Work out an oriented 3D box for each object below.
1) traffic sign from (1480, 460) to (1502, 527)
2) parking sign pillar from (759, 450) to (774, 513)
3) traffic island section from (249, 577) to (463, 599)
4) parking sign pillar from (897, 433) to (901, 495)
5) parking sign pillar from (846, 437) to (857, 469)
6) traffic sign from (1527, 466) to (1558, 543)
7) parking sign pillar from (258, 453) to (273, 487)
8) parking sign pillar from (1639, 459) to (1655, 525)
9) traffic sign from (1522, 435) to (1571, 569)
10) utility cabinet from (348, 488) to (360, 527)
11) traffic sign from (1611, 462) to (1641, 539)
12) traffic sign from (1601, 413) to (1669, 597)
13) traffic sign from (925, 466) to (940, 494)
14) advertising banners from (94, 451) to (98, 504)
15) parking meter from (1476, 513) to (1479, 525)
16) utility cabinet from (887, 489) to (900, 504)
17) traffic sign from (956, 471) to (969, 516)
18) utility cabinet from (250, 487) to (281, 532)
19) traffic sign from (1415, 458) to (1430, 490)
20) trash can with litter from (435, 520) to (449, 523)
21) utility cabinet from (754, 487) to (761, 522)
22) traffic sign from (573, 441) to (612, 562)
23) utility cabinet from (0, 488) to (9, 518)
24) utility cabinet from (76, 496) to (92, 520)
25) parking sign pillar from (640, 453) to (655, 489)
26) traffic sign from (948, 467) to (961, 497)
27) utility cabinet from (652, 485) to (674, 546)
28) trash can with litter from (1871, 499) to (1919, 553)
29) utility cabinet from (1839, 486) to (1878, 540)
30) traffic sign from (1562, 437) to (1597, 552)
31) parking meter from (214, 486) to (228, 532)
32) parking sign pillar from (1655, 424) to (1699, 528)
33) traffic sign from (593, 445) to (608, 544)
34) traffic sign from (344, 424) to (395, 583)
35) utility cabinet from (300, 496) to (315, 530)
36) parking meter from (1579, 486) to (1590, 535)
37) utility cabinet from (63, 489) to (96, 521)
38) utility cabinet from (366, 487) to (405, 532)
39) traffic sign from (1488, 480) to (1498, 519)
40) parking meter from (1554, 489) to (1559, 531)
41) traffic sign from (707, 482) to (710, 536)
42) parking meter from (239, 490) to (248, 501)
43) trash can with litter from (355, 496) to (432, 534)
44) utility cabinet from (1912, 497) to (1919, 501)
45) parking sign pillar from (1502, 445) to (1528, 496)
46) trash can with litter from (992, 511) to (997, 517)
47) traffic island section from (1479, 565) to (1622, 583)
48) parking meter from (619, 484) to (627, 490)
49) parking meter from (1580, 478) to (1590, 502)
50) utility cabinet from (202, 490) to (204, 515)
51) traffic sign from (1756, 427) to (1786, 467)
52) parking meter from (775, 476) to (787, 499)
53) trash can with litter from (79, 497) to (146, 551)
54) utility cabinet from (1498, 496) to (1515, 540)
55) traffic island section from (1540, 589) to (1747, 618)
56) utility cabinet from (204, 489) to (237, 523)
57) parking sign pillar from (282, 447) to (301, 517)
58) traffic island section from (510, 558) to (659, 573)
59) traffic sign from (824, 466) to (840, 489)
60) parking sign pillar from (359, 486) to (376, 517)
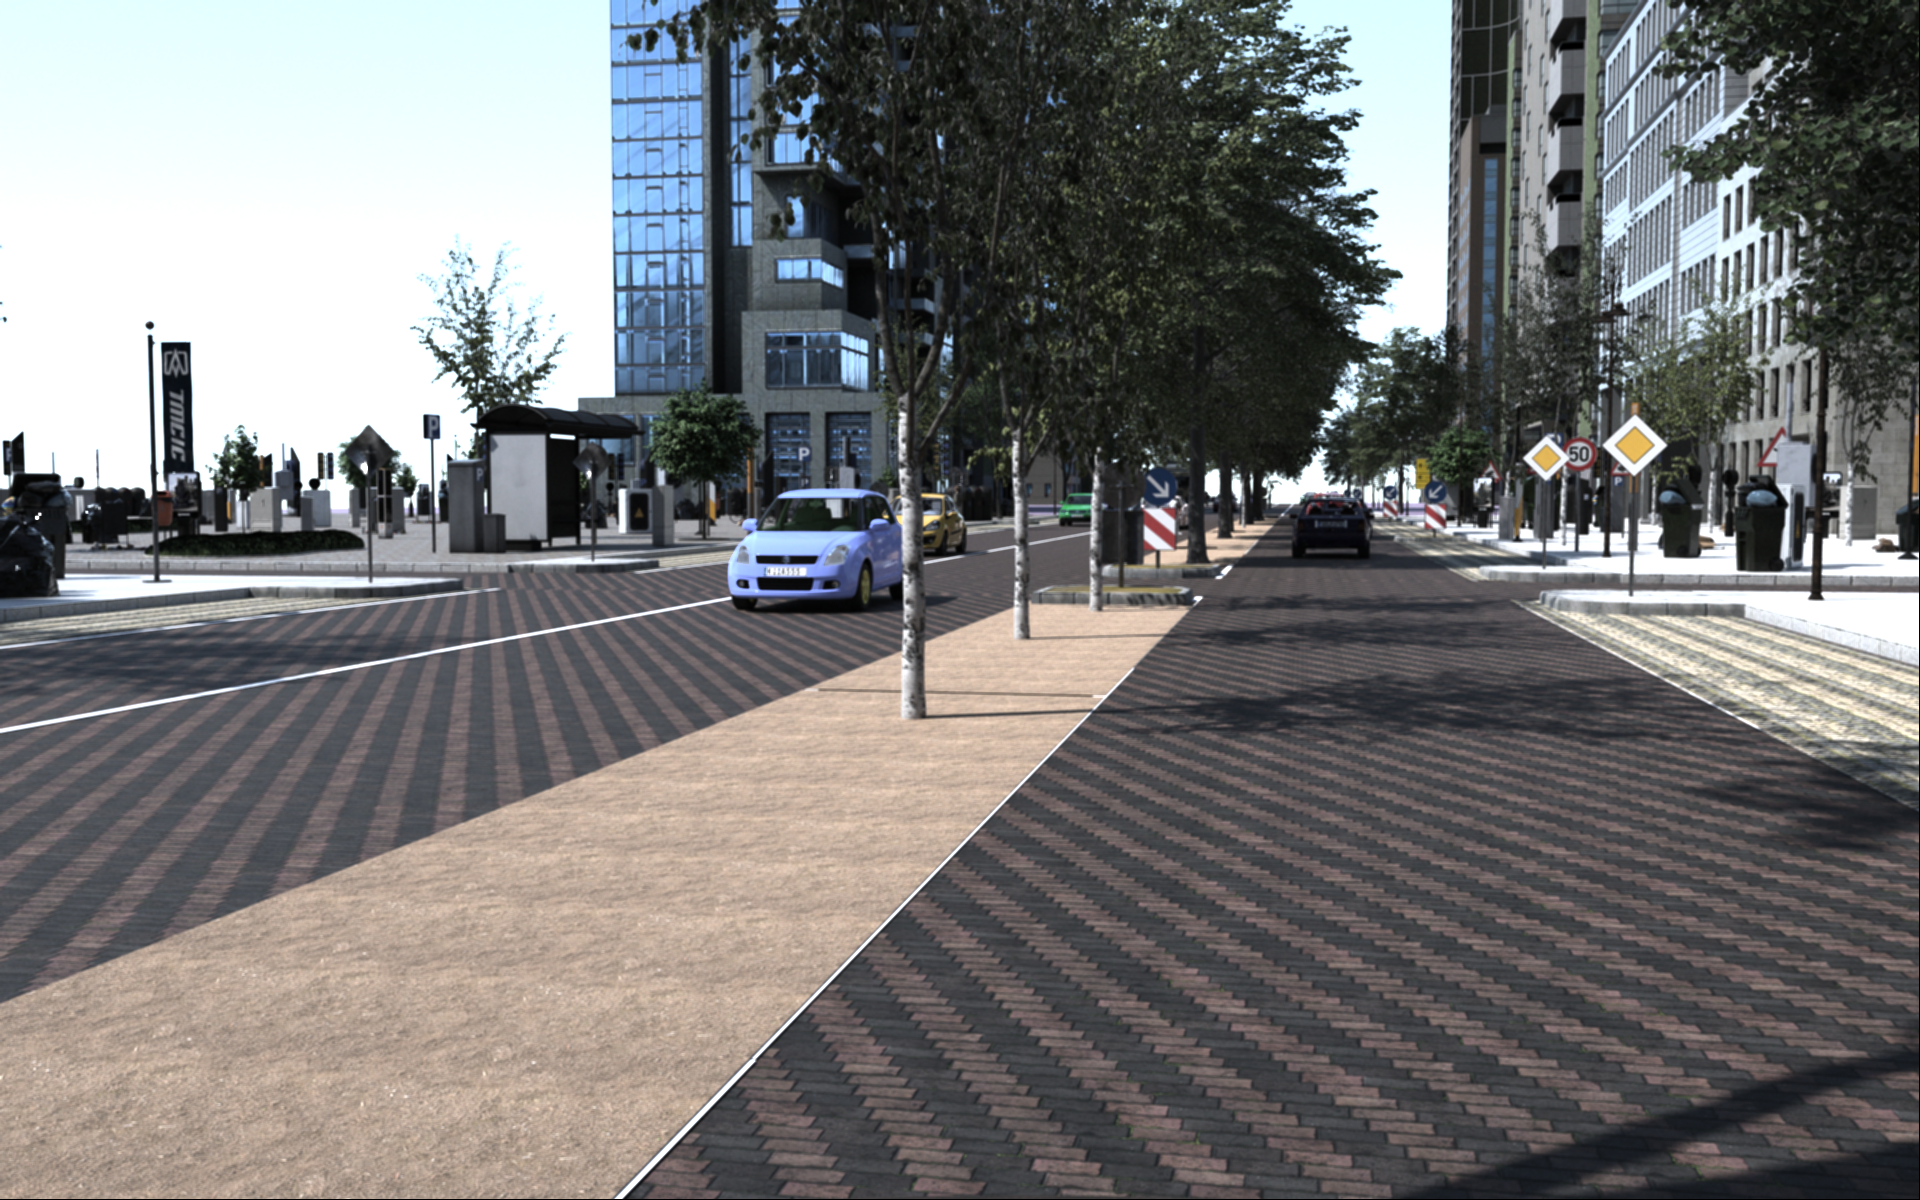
[{"bbox_3d":[20.315,-4.062,66.411,0.884,2.594,0.081,1,4,20],"label":"traffic sign"},{"bbox_3d":[-11.716,-7.100,104.555,1.447,3.967,1.447,1,4,21],"label":"parking sign pillar"},{"bbox_3d":[-8.541,-0.169,25.044,2.009,0.180,2.903,1,4,11],"label":"traffic island section"},{"bbox_3d":[-2.401,-5.412,76.954,1.447,3.967,1.447,1,4,16],"label":"parking sign pillar"},{"bbox_3d":[-5.214,-5.757,82.607,1.447,3.967,1.447,0,4,-7],"label":"parking sign pillar"},{"bbox_3d":[15.396,-2.801,45.806,0.884,2.594,0.081,1,4,12],"label":"traffic sign"},{"bbox_3d":[-44.880,-7.519,111.406,1.447,3.967,1.447,-1,4,-19],"label":"parking sign pillar"},{"bbox_3d":[29.571,-5.187,73.283,1.447,3.967,1.447,3,4,38],"label":"parking sign pillar"},{"bbox_3d":[9.948,-1.578,29.449,0.795,2.450,0.064,1,4,11],"label":"traffic sign"},{"bbox_3d":[-23.424,-3.563,66.936,0.318,1.500,1.173,-2,4,-25],"label":"utility cabinet"},{"bbox_3d":[19.136,-3.054,49.931,0.884,2.594,0.081,1,4,13],"label":"traffic sign"},{"bbox_3d":[8.395,-1.099,21.616,0.795,2.450,0.064,1,4,11],"label":"traffic sign"},{"bbox_3d":[-1.166,-4.666,76.388,0.768,2.556,0.104,1,4,14],"label":"traffic sign"},{"bbox_3d":[-34.270,-4.435,68.698,0.090,3.025,2.074,-2,4,-29],"label":"advertising banners"},{"bbox_3d":[21.453,-4.003,71.159,0.399,1.863,0.255,-1,4,-20],"label":"parking meter"},{"bbox_3d":[-2.759,-3.886,72.220,0.318,1.500,1.173,1,4,13],"label":"utility cabinet"},{"bbox_3d":[0.093,-4.615,77.586,0.606,2.300,0.079,1,4,19],"label":"traffic sign"},{"bbox_3d":[-22.096,-2.837,55.056,1.173,1.500,0.318,2,4,33],"label":"utility cabinet"},{"bbox_3d":[26.638,-6.302,96.905,2.265,3.308,0.079,1,4,14],"label":"traffic sign"},{"bbox_3d":[-23.148,-3.978,76.098,2.233,1.210,1.678,-2,4,-28],"label":"trash can with litter"},{"bbox_3d":[-6.520,-2.841,55.132,0.318,1.500,1.173,0,3,0],"label":"utility cabinet"},{"bbox_3d":[-6.964,-1.784,32.811,0.795,2.450,0.064,1,4,11],"label":"traffic sign"},{"bbox_3d":[-36.134,-3.488,65.703,1.173,1.500,0.318,-3,5,-41],"label":"utility cabinet"},{"bbox_3d":[-32.723,-3.276,64.722,0.306,1.237,1.020,-3,5,-41],"label":"utility cabinet"},{"bbox_3d":[-17.443,-6.616,96.648,1.447,3.967,1.447,1,4,9],"label":"parking sign pillar"},{"bbox_3d":[-0.271,-4.910,80.380,0.768,2.556,0.104,1,4,19],"label":"traffic sign"},{"bbox_3d":[-7.327,-2.079,42.672,0.318,1.500,1.173,0,4,2],"label":"utility cabinet"},{"bbox_3d":[20.654,-1.628,37.997,1.055,1.170,0.624,0,4,-1],"label":"trash can with litter"},{"bbox_3d":[24.929,-2.408,48.054,1.173,1.500,0.318,-2,4,-27],"label":"utility cabinet"},{"bbox_3d":[13.787,-2.357,38.635,0.768,2.556,0.104,1,4,18],"label":"traffic sign"},{"bbox_3d":[-25.148,-3.257,58.964,0.399,1.863,0.255,0,4,-3],"label":"parking meter"},{"bbox_3d":[27.415,-4.740,65.965,1.447,3.967,1.447,1,4,23],"label":"parking sign pillar"},{"bbox_3d":[-9.373,-2.709,44.401,0.768,2.556,0.104,1,4,15],"label":"traffic sign"},{"bbox_3d":[-8.517,-1.305,24.978,0.795,2.450,0.064,1,4,11],"label":"traffic sign"},{"bbox_3d":[-17.180,-2.109,45.645,0.306,1.237,1.020,-1,4,-17],"label":"utility cabinet"},{"bbox_3d":[19.582,-2.815,54.435,0.372,1.533,0.369,0,3,0],"label":"parking meter"},{"bbox_3d":[-35.593,-3.754,70.052,1.173,1.500,0.318,-1,4,-19],"label":"utility cabinet"},{"bbox_3d":[-19.279,-3.025,58.143,1.173,1.500,0.318,-2,4,-30],"label":"utility cabinet"},{"bbox_3d":[25.554,-5.119,83.702,0.884,2.594,0.081,1,4,20],"label":"traffic sign"},{"bbox_3d":[20.731,-3.191,60.583,0.372,1.533,0.369,0,3,0],"label":"parking meter"},{"bbox_3d":[-7.649,-3.210,52.586,0.768,2.556,0.104,1,4,16],"label":"traffic sign"},{"bbox_3d":[-38.069,-5.281,92.062,0.255,1.863,0.399,2,4,25],"label":"parking meter"},{"bbox_3d":[-18.478,-2.732,55.732,2.233,1.210,1.678,2,4,26],"label":"trash can with litter"},{"bbox_3d":[22.074,-1.709,39.100,1.020,1.237,0.306,3,5,45],"label":"utility cabinet"},{"bbox_3d":[30.762,-6.577,96.000,1.447,3.967,1.447,3,4,37],"label":"parking sign pillar"},{"bbox_3d":[1.585,-5.166,95.859,1.055,1.170,0.624,-1,4,-21],"label":"trash can with litter"},{"bbox_3d":[9.973,-0.443,29.522,2.009,0.180,2.903,1,4,11],"label":"traffic island section"},{"bbox_3d":[-18.951,-5.614,97.497,0.399,1.863,0.255,1,4,21],"label":"parking meter"},{"bbox_3d":[22.381,-3.451,62.128,0.399,1.863,0.255,1,4,11],"label":"parking meter"},{"bbox_3d":[-37.193,-4.759,86.486,1.173,1.500,0.318,-1,4,-18],"label":"utility cabinet"},{"bbox_3d":[15.887,-2.052,33.559,0.884,2.594,0.081,1,4,14],"label":"traffic sign"},{"bbox_3d":[-5.938,-3.170,57.546,0.255,1.863,0.399,2,4,26],"label":"parking meter"},{"bbox_3d":[-18.979,-1.757,39.778,2.233,1.210,1.678,-2,4,-25],"label":"trash can with litter"},{"bbox_3d":[15.542,-2.327,49.203,0.306,1.237,1.020,2,4,26],"label":"utility cabinet"},{"bbox_3d":[8.420,0.036,21.689,2.009,0.180,2.903,1,4,11],"label":"traffic island section"},{"bbox_3d":[-32.500,-4.132,76.232,1.173,1.500,0.318,-1,4,-10],"label":"utility cabinet"},{"bbox_3d":[-37.846,-6.719,98.330,1.447,3.967,1.447,-3,4,-38],"label":"parking sign pillar"},{"bbox_3d":[-6.988,-0.648,32.877,2.009,0.180,2.903,1,4,11],"label":"traffic island section"},{"bbox_3d":[-4.737,-3.791,64.118,0.606,2.300,0.079,1,4,14],"label":"traffic sign"},{"bbox_3d":[-33.566,-6.722,98.371,1.447,3.967,1.447,-1,4,-9],"label":"parking sign pillar"}]
